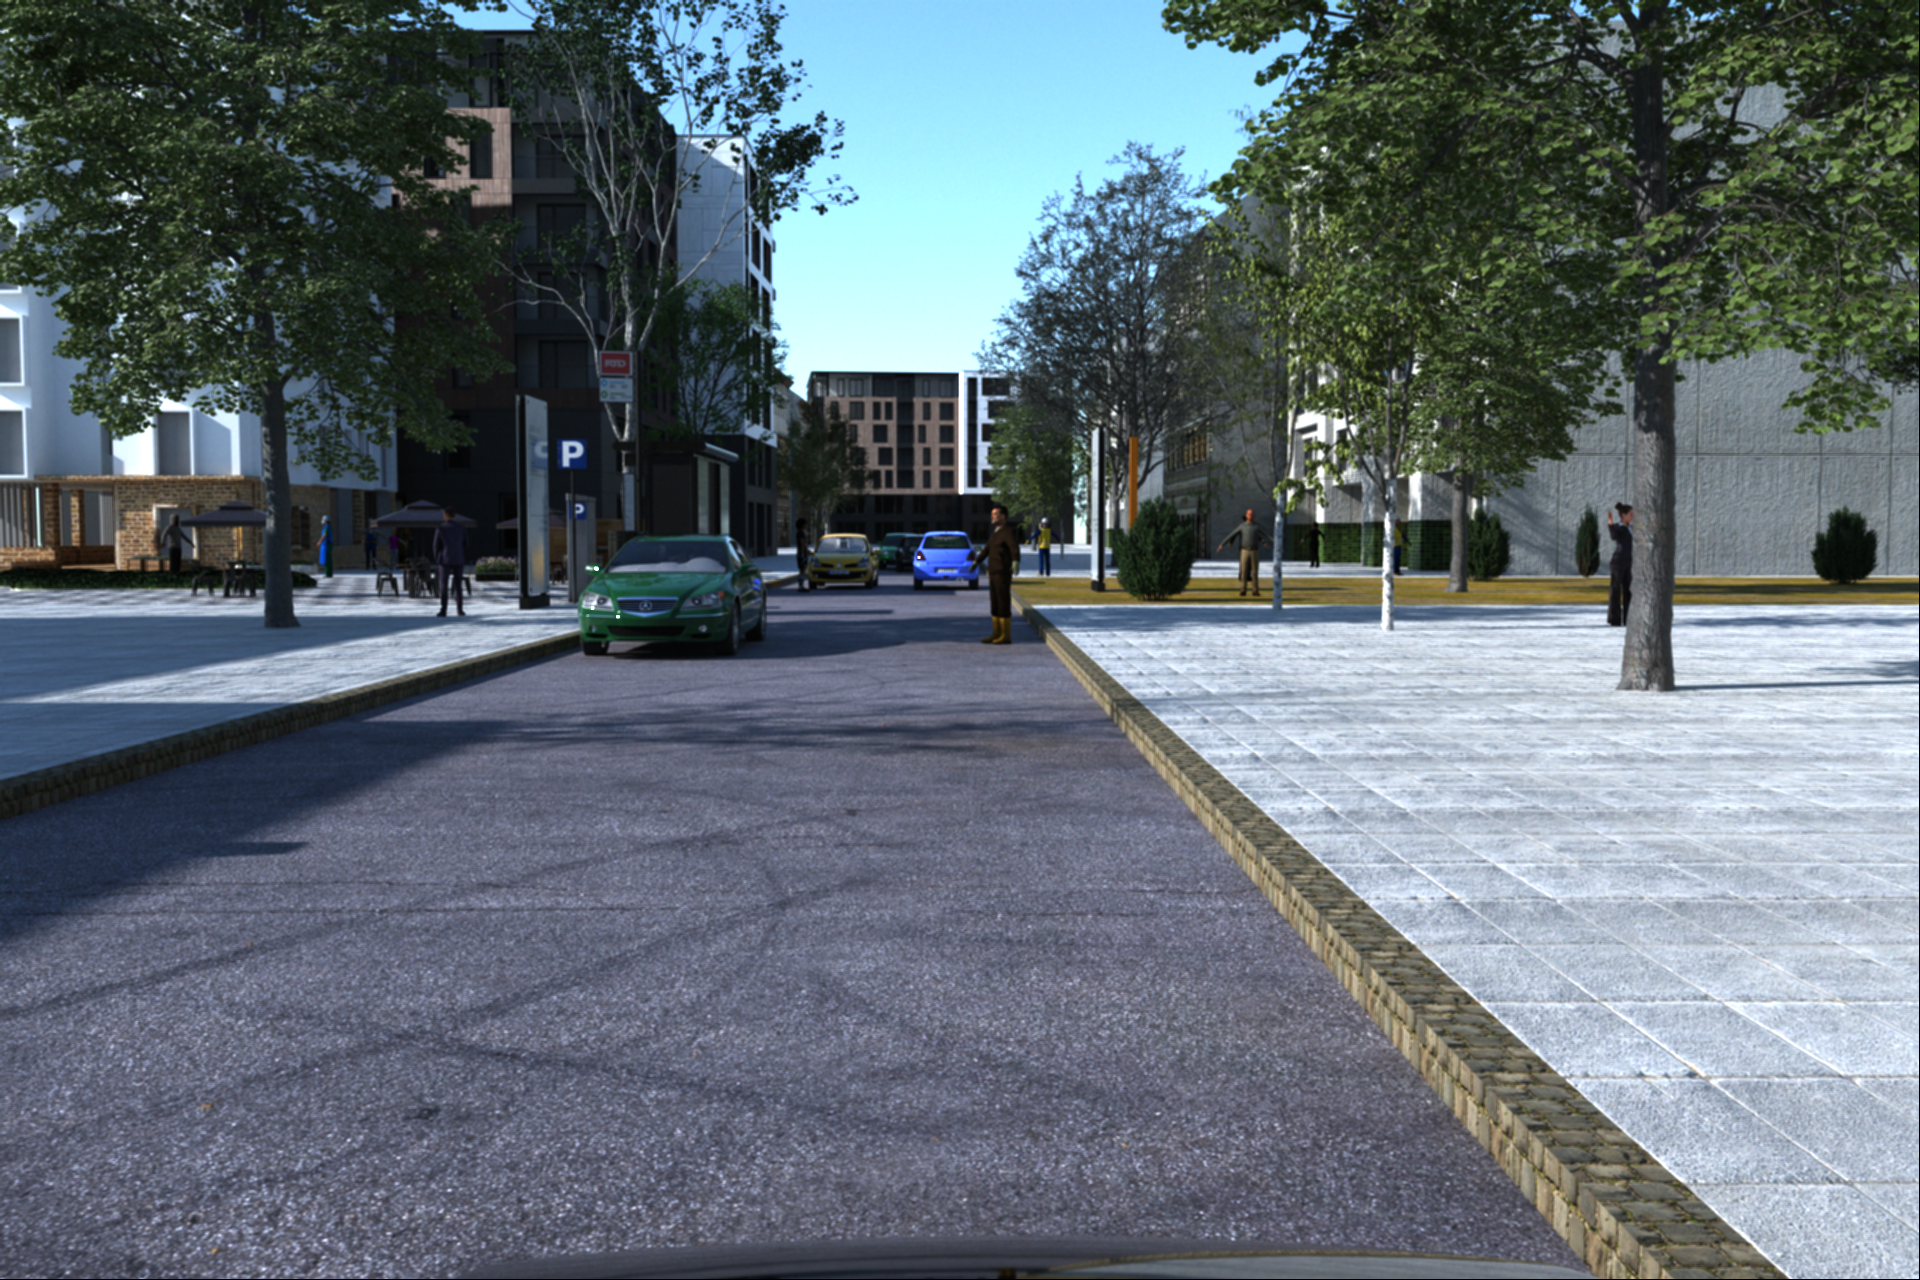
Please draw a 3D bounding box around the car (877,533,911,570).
[{"bbox_3d":[-2.421,-3.813,71.139,1.959,1.807,4.718,0,4,-1],"label":"car"}]

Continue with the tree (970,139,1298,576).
[{"bbox_3d":[5.377,-8.741,53.285,12.009,13.543,11.850,0,3,0],"label":"tree"}]

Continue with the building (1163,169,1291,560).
[{"bbox_3d":[21.568,-16.131,94.675,19.493,23.208,18.063,0,4,0],"label":"building"}]

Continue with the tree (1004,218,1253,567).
[{"bbox_3d":[6.153,-9.571,66.853,12.009,13.543,11.850,0,3,0],"label":"tree"}]

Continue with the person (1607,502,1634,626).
[{"bbox_3d":[9.227,-1.053,24.066,0.445,1.727,0.742,2,4,30],"label":"person"}]

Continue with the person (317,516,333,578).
[{"bbox_3d":[-18.520,-2.721,50.617,0.704,1.817,1.347,0,4,-8],"label":"person"}]

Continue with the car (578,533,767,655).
[{"bbox_3d":[-3.544,-0.621,21.950,2.131,1.459,4.920,0,4,0],"label":"car"}]

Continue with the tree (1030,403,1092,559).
[{"bbox_3d":[5.128,-8.430,88.192,4.360,8.622,3.978,0,3,0],"label":"tree"}]

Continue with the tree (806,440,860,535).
[{"bbox_3d":[-10.192,-10.936,129.163,4.360,8.622,3.978,0,3,0],"label":"tree"}]

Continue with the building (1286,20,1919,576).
[{"bbox_3d":[24.415,-12.352,68.413,16.747,18.905,31.486,0,4,0],"label":"building"}]

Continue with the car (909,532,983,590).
[{"bbox_3d":[-0.368,-2.200,45.562,1.945,1.707,3.694,0,4,-1],"label":"car"}]

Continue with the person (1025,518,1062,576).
[{"bbox_3d":[2.553,-2.838,52.860,1.216,1.772,0.721,-1,4,-20],"label":"person"}]

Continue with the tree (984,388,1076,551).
[{"bbox_3d":[5.337,-12.953,129.912,7.486,12.596,7.792,0,3,0],"label":"tree"}]

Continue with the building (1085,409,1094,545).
[{"bbox_3d":[24.818,-22.757,203.009,19.493,23.208,18.063,0,4,0],"label":"building"}]

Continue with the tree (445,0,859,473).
[{"bbox_3d":[-9.526,-12.076,53.332,12.611,20.169,13.585,0,3,0],"label":"tree"}]

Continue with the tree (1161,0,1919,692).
[{"bbox_3d":[5.575,-5.886,14.361,7.486,12.596,7.792,0,3,0],"label":"tree"}]

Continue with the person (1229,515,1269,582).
[{"bbox_3d":[7.761,-2.503,46.866,0.705,1.837,1.347,-3,5,-40],"label":"person"}]

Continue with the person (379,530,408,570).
[{"bbox_3d":[-19.994,-3.174,61.156,0.991,1.433,0.599,-1,4,-10],"label":"person"}]

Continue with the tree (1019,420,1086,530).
[{"bbox_3d":[5.257,-9.697,108.911,4.360,8.622,3.978,0,3,0],"label":"tree"}]

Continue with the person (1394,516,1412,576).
[{"bbox_3d":[13.494,-2.905,53.459,1.349,1.833,0.705,-3,5,-44],"label":"person"}]

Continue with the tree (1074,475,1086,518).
[{"bbox_3d":[17.915,-17.774,225.023,7.601,10.594,8.767,0,4,5],"label":"tree"}]

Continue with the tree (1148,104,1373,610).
[{"bbox_3d":[5.388,-4.801,28.851,4.360,8.622,3.978,0,3,0],"label":"tree"}]

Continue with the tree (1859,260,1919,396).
[{"bbox_3d":[22.276,-6.172,35.327,7.601,10.594,8.767,-1,4,-10],"label":"tree"}]

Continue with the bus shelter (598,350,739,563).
[{"bbox_3d":[-6.808,-3.848,40.554,2.179,5.291,8.768,0,4,0],"label":"bus shelter"}]

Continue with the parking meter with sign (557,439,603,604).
[{"bbox_3d":[-7.127,-2.231,32.734,0.543,3.016,1.738,0,4,-1],"label":"parking meter with sign"}]

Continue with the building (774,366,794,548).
[{"bbox_3d":[-26.304,-20.344,163.554,19.493,23.208,18.063,0,4,1],"label":"building"}]

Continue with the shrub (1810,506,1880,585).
[{"bbox_3d":[22.581,-2.434,44.216,1.690,2.028,1.600,0,3,0],"label":"shrub"}]

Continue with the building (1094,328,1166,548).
[{"bbox_3d":[21.776,-17.784,157.231,16.747,18.905,31.486,0,4,0],"label":"building"}]

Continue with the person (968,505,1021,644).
[{"bbox_3d":[0.498,-0.858,22.621,0.704,1.812,1.346,-2,4,-25],"label":"person"}]

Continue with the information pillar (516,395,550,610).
[{"bbox_3d":[-7.412,-2.373,30.106,0.184,3.620,1.656,0,4,-1],"label":"information pillar"}]

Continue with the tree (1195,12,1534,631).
[{"bbox_3d":[5.584,-4.446,23.049,4.737,8.622,4.395,0,3,0],"label":"tree"}]

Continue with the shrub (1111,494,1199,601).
[{"bbox_3d":[3.746,-1.786,33.245,1.661,2.075,1.752,0,3,0],"label":"shrub"}]

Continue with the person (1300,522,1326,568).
[{"bbox_3d":[13.456,-3.621,65.926,1.216,1.740,0.721,-2,4,-29],"label":"person"}]

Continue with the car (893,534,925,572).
[{"bbox_3d":[-1.578,-3.462,66.390,2.009,1.686,4.222,0,4,-1],"label":"car"}]

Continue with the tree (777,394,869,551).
[{"bbox_3d":[-9.796,-11.099,115.874,8.767,10.594,7.601,1,4,12],"label":"tree"}]

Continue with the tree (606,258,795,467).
[{"bbox_3d":[-9.933,-8.587,66.160,9.928,11.665,9.643,0,3,0],"label":"tree"}]

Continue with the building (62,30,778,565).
[{"bbox_3d":[-25.018,-14.863,86.986,27.936,21.610,32.646,0,4,1],"label":"building"}]

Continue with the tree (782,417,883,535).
[{"bbox_3d":[-10.281,-12.403,137.200,8.767,10.594,7.601,-1,4,-10],"label":"tree"}]

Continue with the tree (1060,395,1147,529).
[{"bbox_3d":[6.211,-7.735,76.825,4.737,8.622,4.395,0,3,0],"label":"tree"}]

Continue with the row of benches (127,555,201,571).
[{"bbox_3d":[-23.176,-2.132,50.315,1.422,0.672,4.104,-3,5,-45],"label":"row of benches"}]

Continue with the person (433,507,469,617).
[{"bbox_3d":[-7.951,-1.231,27.084,0.541,1.710,0.530,-1,4,-20],"label":"person"}]

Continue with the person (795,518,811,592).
[{"bbox_3d":[-3.873,-2.093,42.820,0.704,1.843,1.345,-1,4,-11],"label":"person"}]

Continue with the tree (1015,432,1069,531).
[{"bbox_3d":[5.531,-10.325,119.173,4.737,8.622,4.395,0,3,0],"label":"tree"}]

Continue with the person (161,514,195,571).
[{"bbox_3d":[-20.661,-2.417,45.645,0.705,1.813,1.348,1,4,11],"label":"person"}]

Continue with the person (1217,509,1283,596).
[{"bbox_3d":[6.017,-1.814,35.930,1.348,1.796,0.705,0,4,6],"label":"person"}]

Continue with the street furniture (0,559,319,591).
[{"bbox_3d":[-20.300,-1.558,41.097,10.072,0.657,5.734,0,4,-7],"label":"street furniture"}]

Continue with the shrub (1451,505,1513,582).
[{"bbox_3d":[14.118,-2.620,46.874,1.661,2.075,1.752,0,3,0],"label":"shrub"}]

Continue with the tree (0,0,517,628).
[{"bbox_3d":[-9.737,-6.434,23.326,7.486,12.596,7.792,0,3,0],"label":"tree"}]

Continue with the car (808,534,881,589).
[{"bbox_3d":[-3.102,-2.210,46.358,2.015,1.641,3.980,0,4,0],"label":"car"}]

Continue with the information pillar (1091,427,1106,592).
[{"bbox_3d":[3.112,-2.913,38.947,0.184,3.620,1.656,0,4,-1],"label":"information pillar"}]

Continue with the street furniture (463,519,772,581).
[{"bbox_3d":[-11.670,-2.742,51.688,11.010,1.723,9.812,-1,4,-15],"label":"street furniture"}]

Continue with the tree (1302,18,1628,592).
[{"bbox_3d":[11.173,-7.352,38.336,7.486,12.596,7.792,0,3,0],"label":"tree"}]

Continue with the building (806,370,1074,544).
[{"bbox_3d":[-3.470,-23.335,227.965,32.646,21.610,27.936,0,4,-7],"label":"building"}]

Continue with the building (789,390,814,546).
[{"bbox_3d":[-27.301,-22.656,201.361,19.493,23.208,18.063,0,4,0],"label":"building"}]

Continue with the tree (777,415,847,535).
[{"bbox_3d":[-9.282,-9.551,106.516,4.737,8.622,4.395,0,3,0],"label":"tree"}]

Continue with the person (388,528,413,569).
[{"bbox_3d":[-20.663,-3.570,64.139,1.354,1.858,0.705,2,4,34],"label":"person"}]

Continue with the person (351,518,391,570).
[{"bbox_3d":[-21.114,-3.438,62.072,1.347,1.847,0.705,-1,4,-18],"label":"person"}]

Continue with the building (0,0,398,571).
[{"bbox_3d":[-27.152,-12.162,55.267,16.016,20.090,11.380,0,4,-1],"label":"building"}]

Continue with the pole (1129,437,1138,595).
[{"bbox_3d":[3.657,-2.612,36.546,0.158,3.312,0.155,0,3,0],"label":"pole"}]
